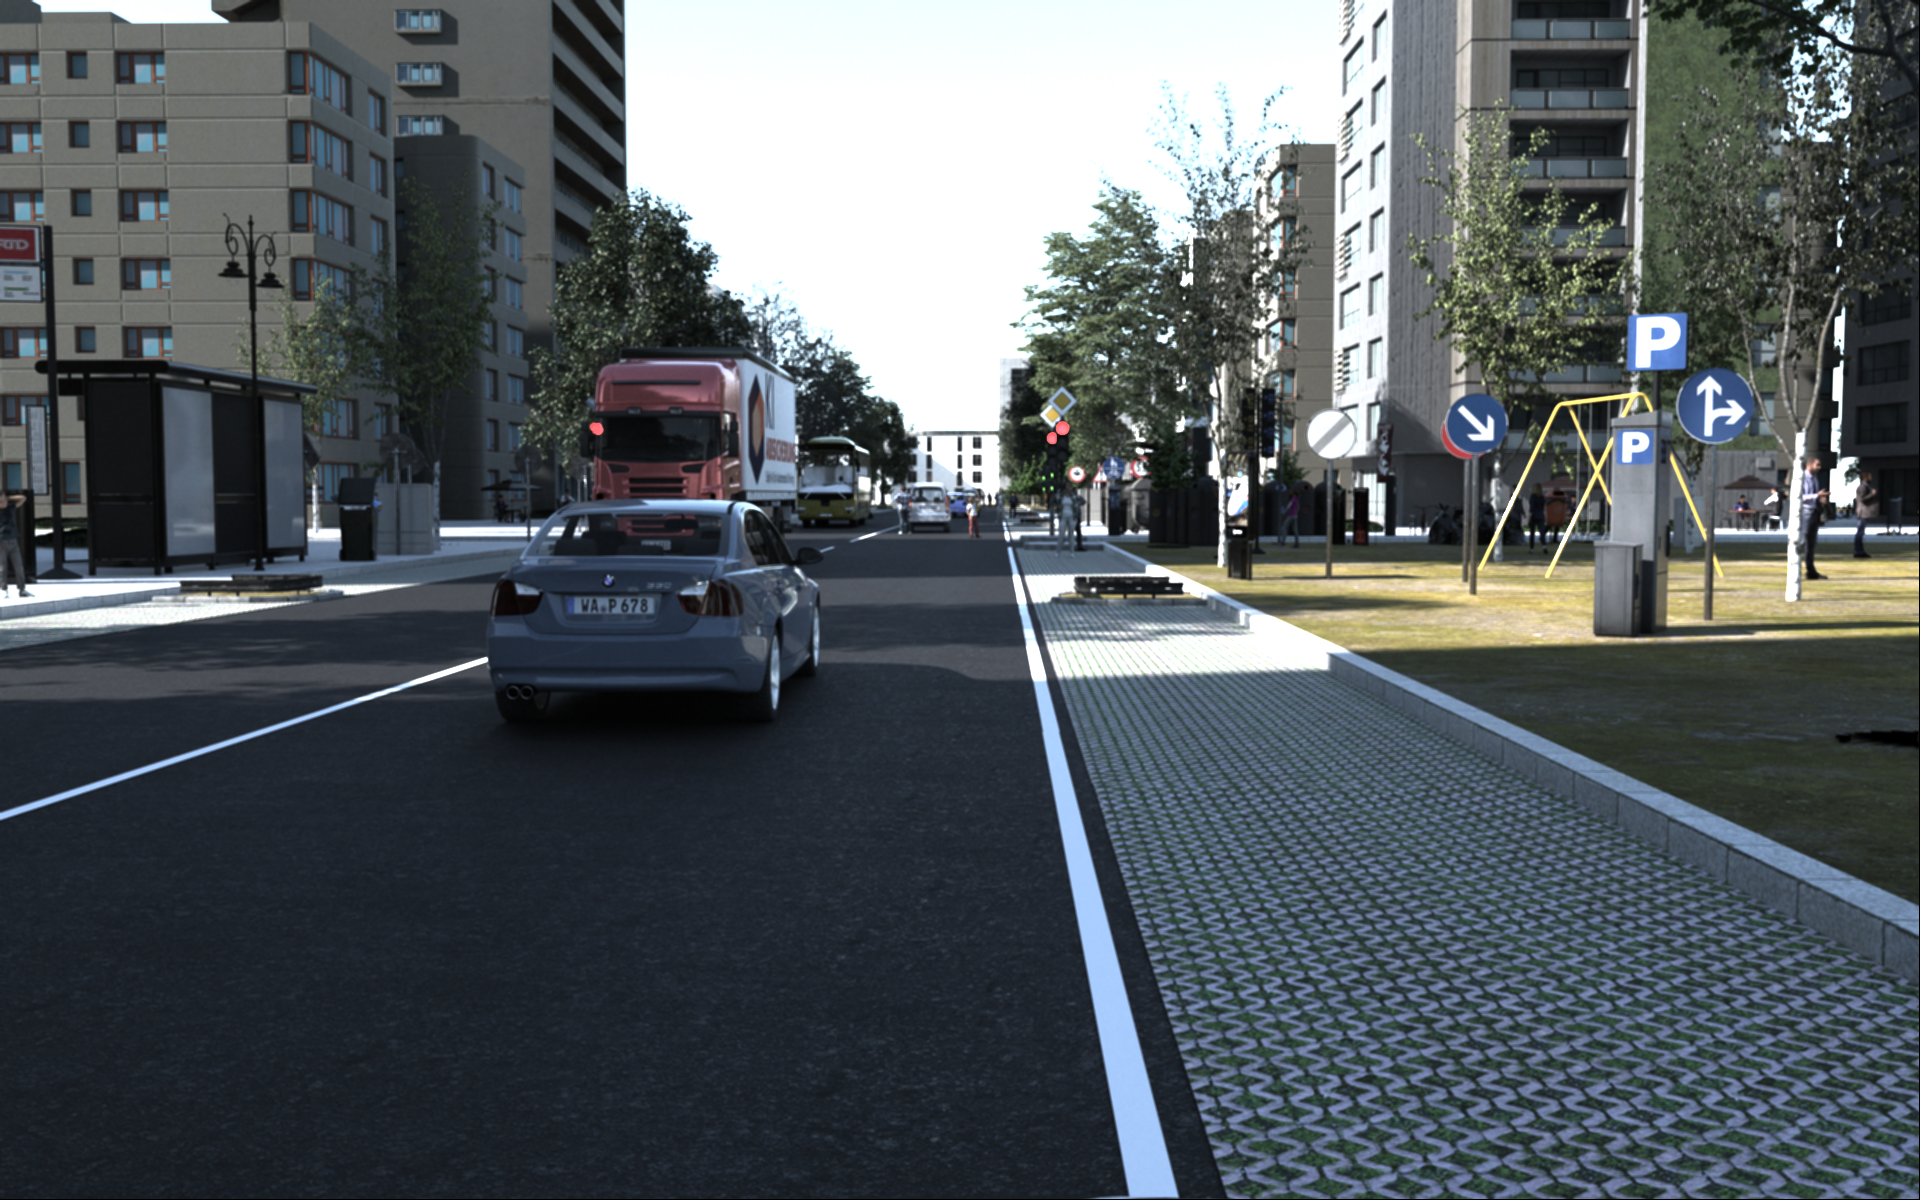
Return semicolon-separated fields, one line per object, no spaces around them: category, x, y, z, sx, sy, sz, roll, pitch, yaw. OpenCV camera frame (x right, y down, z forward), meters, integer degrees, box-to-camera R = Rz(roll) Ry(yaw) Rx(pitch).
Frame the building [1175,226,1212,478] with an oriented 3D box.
building;32.128;-18.622;148.446;27.936;21.610;32.646;0;4;1

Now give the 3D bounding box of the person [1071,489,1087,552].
person;2.862;-1.973;42.975;0.499;1.552;0.429;-1;4;-16

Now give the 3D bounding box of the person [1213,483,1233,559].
person;5.311;-1.645;34.406;0.566;1.644;0.517;1;4;10

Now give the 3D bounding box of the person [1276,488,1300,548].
person;7.732;-1.938;40.972;0.776;1.435;0.726;2;4;33

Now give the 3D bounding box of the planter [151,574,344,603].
planter;-9.571;-0.151;23.610;1.991;0.319;1.994;0;4;1

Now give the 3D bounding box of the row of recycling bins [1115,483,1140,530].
row of recycling bins;6.986;-3.286;60.843;1.069;1.692;3.534;-3;4;-36

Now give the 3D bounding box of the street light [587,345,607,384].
street light;-11.151;-4.951;53.729;0.468;5.910;1.993;0;4;1

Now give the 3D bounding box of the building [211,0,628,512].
building;-34.127;-29.789;110.757;21.300;48.544;21.600;0;4;1

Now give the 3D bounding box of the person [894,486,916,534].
person;-2.012;-3.248;62.325;0.841;1.734;0.376;-1;4;-19

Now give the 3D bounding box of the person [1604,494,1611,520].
person;16.243;-2.115;42.829;0.614;1.554;0.590;1;4;20

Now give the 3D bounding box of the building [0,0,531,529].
building;-37.241;-14.276;78.454;27.650;21.520;28.899;0;4;1

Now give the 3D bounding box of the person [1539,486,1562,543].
person;15.574;-2.242;45.392;0.574;1.496;0.600;0;4;-5

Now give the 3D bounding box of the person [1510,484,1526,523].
person;16.307;-2.531;50.688;0.445;1.727;0.742;2;4;25

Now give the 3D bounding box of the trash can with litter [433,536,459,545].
trash can with litter;-13.769;-2.032;44.275;1.678;1.210;2.233;-1;4;-22

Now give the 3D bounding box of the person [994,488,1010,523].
person;2.037;-4.704;86.139;0.841;1.734;0.376;2;4;25

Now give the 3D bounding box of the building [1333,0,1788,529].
building;23.468;-23.629;69.926;14.086;41.232;14.154;0;4;1

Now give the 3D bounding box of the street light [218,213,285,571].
street light;-11.744;-3.429;28.852;0.468;5.910;1.993;0;4;1

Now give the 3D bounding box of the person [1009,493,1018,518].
person;3.057;-5.529;101.598;0.574;1.496;0.600;3;4;37

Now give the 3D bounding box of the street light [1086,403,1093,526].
street light;5.233;-5.970;70.397;0.468;5.910;1.993;0;4;1

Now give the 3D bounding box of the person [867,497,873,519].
person;-5.282;-5.370;98.991;0.600;1.496;0.574;1;4;9

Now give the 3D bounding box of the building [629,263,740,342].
building;-28.830;-17.061;145.404;16.747;18.905;31.486;0;4;1

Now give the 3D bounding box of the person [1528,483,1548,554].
person;12.469;-1.757;37.309;0.480;1.512;0.613;-2;4;-31

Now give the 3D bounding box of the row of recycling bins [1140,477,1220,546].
row of recycling bins;5.811;-2.280;44.383;1.069;1.692;3.534;-1;4;-15

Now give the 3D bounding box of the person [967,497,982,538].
person;0.471;-2.718;56.843;0.340;1.345;0.435;3;5;41

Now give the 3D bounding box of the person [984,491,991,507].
person;3.079;-11.188;191.953;0.750;1.759;0.617;-1;4;-13

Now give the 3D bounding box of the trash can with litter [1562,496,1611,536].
trash can with litter;19.588;-2.594;53.470;2.233;1.210;1.678;0;4;-4

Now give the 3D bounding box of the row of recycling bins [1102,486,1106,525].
row of recycling bins;6.974;-4.095;74.063;1.069;1.692;3.534;2;4;27

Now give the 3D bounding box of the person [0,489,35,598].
person;-11.770;-0.704;21.463;0.340;1.345;0.435;2;4;32

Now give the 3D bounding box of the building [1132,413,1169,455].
building;23.392;-14.505;179.310;9.099;9.664;28.070;0;4;1

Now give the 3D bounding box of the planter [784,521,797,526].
planter;-8.381;-3.485;78.118;1.991;0.319;1.994;0;4;1

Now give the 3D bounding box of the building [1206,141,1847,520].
building;29.855;-15.582;99.803;27.650;21.520;28.899;0;4;1

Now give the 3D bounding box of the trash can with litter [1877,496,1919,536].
trash can with litter;29.303;-2.602;53.608;2.233;1.210;1.678;-1;4;-21

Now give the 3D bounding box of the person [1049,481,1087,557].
person;2.424;-1.829;39.126;0.841;1.734;0.376;1;4;9

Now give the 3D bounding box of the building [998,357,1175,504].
building;20.870;-22.331;231.571;31.486;18.905;16.747;0;4;1

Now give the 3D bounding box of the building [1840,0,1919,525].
building;45.536;-18.167;68.724;14.107;30.474;14.160;0;4;1

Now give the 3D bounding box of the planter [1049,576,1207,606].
planter;2.188;-0.117;23.059;1.991;0.319;1.994;0;4;1

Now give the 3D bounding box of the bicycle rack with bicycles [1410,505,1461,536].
bicycle rack with bicycles;15.276;-2.512;54.458;2.852;0.926;2.925;1;4;11

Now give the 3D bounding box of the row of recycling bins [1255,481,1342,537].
row of recycling bins;10.020;-2.801;52.913;3.534;1.692;1.069;-1;4;-19

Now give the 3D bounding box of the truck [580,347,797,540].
truck;-5.232;-2.844;35.409;2.839;4.237;11.283;0;4;1

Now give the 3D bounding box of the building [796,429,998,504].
building;-8.990;-17.506;228.377;28.070;9.664;9.099;0;4;1

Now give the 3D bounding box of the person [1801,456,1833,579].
person;12.710;-1.211;25.715;0.709;1.838;0.599;-2;4;-35

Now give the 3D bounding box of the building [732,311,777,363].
building;-25.821;-20.145;185.786;11.380;20.091;16.016;0;4;1

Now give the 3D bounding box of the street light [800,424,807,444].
street light;-9.999;-8.451;110.958;0.468;5.910;1.993;0;4;1

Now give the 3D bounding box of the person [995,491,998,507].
person;4.141;-11.405;195.002;0.705;1.821;1.348;0;4;-4

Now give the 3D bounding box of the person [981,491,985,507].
person;2.656;-11.395;194.891;0.705;1.814;1.350;1;4;14

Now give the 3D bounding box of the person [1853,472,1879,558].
person;18.102;-1.695;34.579;0.431;1.722;0.655;2;4;27

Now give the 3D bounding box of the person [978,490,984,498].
person;1.944;-10.998;187.948;1.348;1.869;0.705;0;4;7
